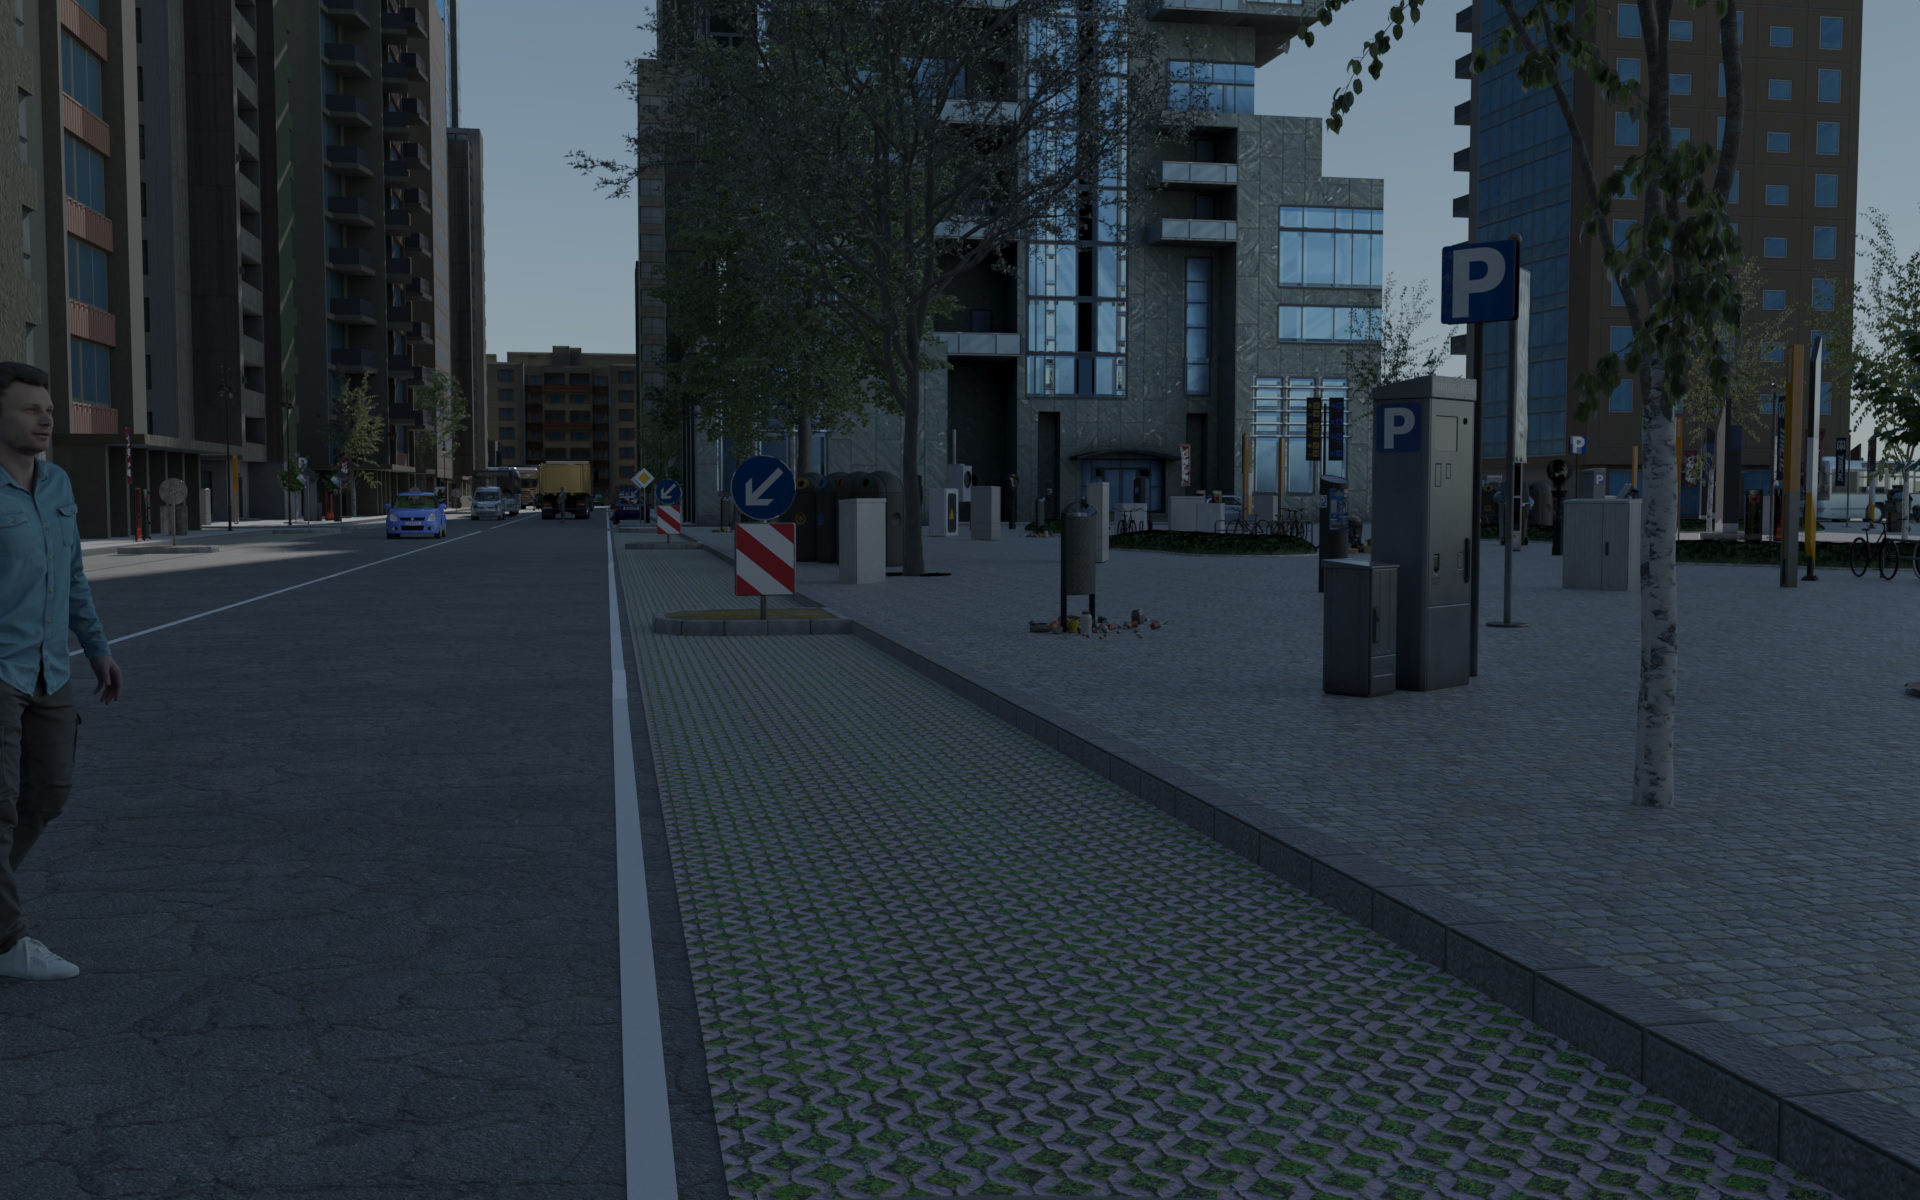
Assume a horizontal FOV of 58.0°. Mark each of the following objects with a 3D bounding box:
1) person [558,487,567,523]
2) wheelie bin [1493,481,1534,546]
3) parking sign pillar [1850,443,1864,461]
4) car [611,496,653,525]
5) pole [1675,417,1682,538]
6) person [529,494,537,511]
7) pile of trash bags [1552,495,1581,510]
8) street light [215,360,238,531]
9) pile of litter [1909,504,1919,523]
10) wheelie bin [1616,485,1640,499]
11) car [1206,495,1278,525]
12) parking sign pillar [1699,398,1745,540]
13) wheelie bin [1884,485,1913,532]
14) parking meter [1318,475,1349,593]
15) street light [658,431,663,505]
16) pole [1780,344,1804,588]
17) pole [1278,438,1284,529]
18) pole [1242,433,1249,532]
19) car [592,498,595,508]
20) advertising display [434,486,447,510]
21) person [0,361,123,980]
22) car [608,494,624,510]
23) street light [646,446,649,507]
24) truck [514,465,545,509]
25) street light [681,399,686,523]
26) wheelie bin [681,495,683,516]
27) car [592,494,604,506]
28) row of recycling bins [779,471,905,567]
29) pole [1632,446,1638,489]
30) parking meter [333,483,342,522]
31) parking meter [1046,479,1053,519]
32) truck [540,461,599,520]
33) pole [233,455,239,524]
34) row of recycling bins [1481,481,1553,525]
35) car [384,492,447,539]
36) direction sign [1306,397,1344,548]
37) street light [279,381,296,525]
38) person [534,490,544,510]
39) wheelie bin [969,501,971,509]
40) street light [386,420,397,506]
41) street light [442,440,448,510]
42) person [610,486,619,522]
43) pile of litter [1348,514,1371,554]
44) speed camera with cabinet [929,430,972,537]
[{"bbox_3d":[-19.794,-4.720,85.949,0.520,1.790,0.573,1,4,15],"label":"person"},{"bbox_3d":[13.807,-2.166,43.316,0.980,1.594,0.693,0,4,5],"label":"wheelie bin"},{"bbox_3d":[47.552,-6.363,92.501,1.447,3.967,1.447,-2,4,-26],"label":"parking sign pillar"},{"bbox_3d":[-15.615,-4.271,82.403,1.945,1.354,3.894,-1,4,-10],"label":"car"},{"bbox_3d":[19.042,-3.188,45.974,0.158,3.312,0.155,0,3,0],"label":"pole"},{"bbox_3d":[-36.384,-8.304,147.497,0.421,1.427,0.697,3,5,42],"label":"person"},{"bbox_3d":[24.544,-3.785,71.633,3.447,1.369,1.912,3,4,38],"label":"pile of trash bags"},{"bbox_3d":[-25.315,-5.328,59.895,0.468,5.910,1.993,-1,4,-12],"label":"street light"},{"bbox_3d":[42.883,-3.869,77.224,1.719,0.858,1.176,1,4,9],"label":"pile of litter"},{"bbox_3d":[22.217,-3.037,57.571,0.693,1.594,0.980,0,4,-3],"label":"wheelie bin"},{"bbox_3d":[11.586,-3.796,74.066,4.499,1.417,2.014,-1,4,-10],"label":"car"},{"bbox_3d":[21.829,-3.716,49.226,1.447,3.967,1.447,1,4,15],"label":"parking sign pillar"},{"bbox_3d":[31.583,-3.082,58.304,0.693,1.594,0.980,0,4,-7],"label":"wheelie bin"},{"bbox_3d":[4.877,-0.868,22.607,0.372,1.533,0.369,0,3,0],"label":"parking meter"},{"bbox_3d":[-19.404,-8.541,112.429,0.468,5.910,1.993,-1,4,-12],"label":"street light"},{"bbox_3d":[11.407,-1.829,23.749,0.158,3.312,0.155,0,3,0],"label":"pole"},{"bbox_3d":[11.687,-4.234,63.062,0.158,3.312,0.155,0,3,0],"label":"pole"},{"bbox_3d":[9.540,-3.912,57.808,0.158,3.312,0.155,0,3,0],"label":"pole"},{"bbox_3d":[-38.915,-10.434,180.190,1.945,1.707,3.694,-1,4,-11],"label":"car"},{"bbox_3d":[-43.042,-8.457,143.493,0.974,1.923,0.123,0,4,-6],"label":"advertising display"},{"bbox_3d":[-2.909,0.200,5.247,0.620,1.820,0.660,1,4,9],"label":"person"},{"bbox_3d":[-30.791,-8.989,156.753,2.009,1.686,4.222,-1,4,-13],"label":"car"},{"bbox_3d":[-26.520,-10.662,147.104,0.468,5.910,1.993,-1,4,-12],"label":"street light"},{"bbox_3d":[-41.754,-10.934,167.689,2.839,4.237,11.283,-1,4,-10],"label":"truck"},{"bbox_3d":[-12.390,-6.415,77.672,0.468,5.910,1.993,-1,4,-12],"label":"street light"},{"bbox_3d":[-15.351,-5.510,97.991,0.693,1.594,0.980,0,4,4],"label":"wheelie bin"},{"bbox_3d":[-43.090,-11.997,204.951,1.959,1.807,4.718,-1,4,-13],"label":"car"},{"bbox_3d":[-2.090,-1.520,31.961,1.069,1.692,3.534,-2,4,-31],"label":"row of recycling bins"},{"bbox_3d":[28.662,-4.879,73.614,0.158,3.312,0.155,0,3,0],"label":"pole"},{"bbox_3d":[-28.894,-4.567,80.383,0.255,1.863,0.399,0,4,5],"label":"parking meter"},{"bbox_3d":[3.534,-3.844,68.560,0.255,1.863,0.399,0,4,0],"label":"parking meter"},{"bbox_3d":[-22.913,-6.424,100.962,3.469,3.379,9.791,-1,4,-10],"label":"truck"},{"bbox_3d":[-31.030,-4.914,74.183,0.158,3.312,0.155,0,3,0],"label":"pole"},{"bbox_3d":[18.366,-3.060,57.152,1.069,1.692,3.534,-1,4,-13],"label":"row of recycling bins"},{"bbox_3d":[-17.720,-2.867,56.463,1.945,1.707,3.694,-1,4,-13],"label":"car"},{"bbox_3d":[8.545,-2.974,40.621,0.876,3.537,0.379,0,4,-1],"label":"direction sign"},{"bbox_3d":[-27.604,-6.018,71.181,0.468,5.910,1.993,-1,4,-12],"label":"street light"},{"bbox_3d":[-37.676,-8.975,155.379,1.348,1.807,0.705,0,4,-1],"label":"person"},{"bbox_3d":[0.116,-5.518,98.122,0.693,1.594,0.980,-3,4,-36],"label":"wheelie bin"},{"bbox_3d":[-34.731,-8.139,105.854,0.468,5.910,1.993,-1,4,-12],"label":"street light"},{"bbox_3d":[-41.839,-10.265,140.618,0.468,5.910,1.993,-1,4,-12],"label":"street light"},{"bbox_3d":[-17.249,-4.792,86.759,0.656,1.842,0.836,2,4,29],"label":"person"},{"bbox_3d":[8.786,-1.455,37.755,1.719,0.858,1.176,-1,4,-21],"label":"pile of litter"},{"bbox_3d":[-0.278,-3.565,52.616,0.660,3.252,2.038,1,4,23],"label":"speed camera with cabinet"}]
